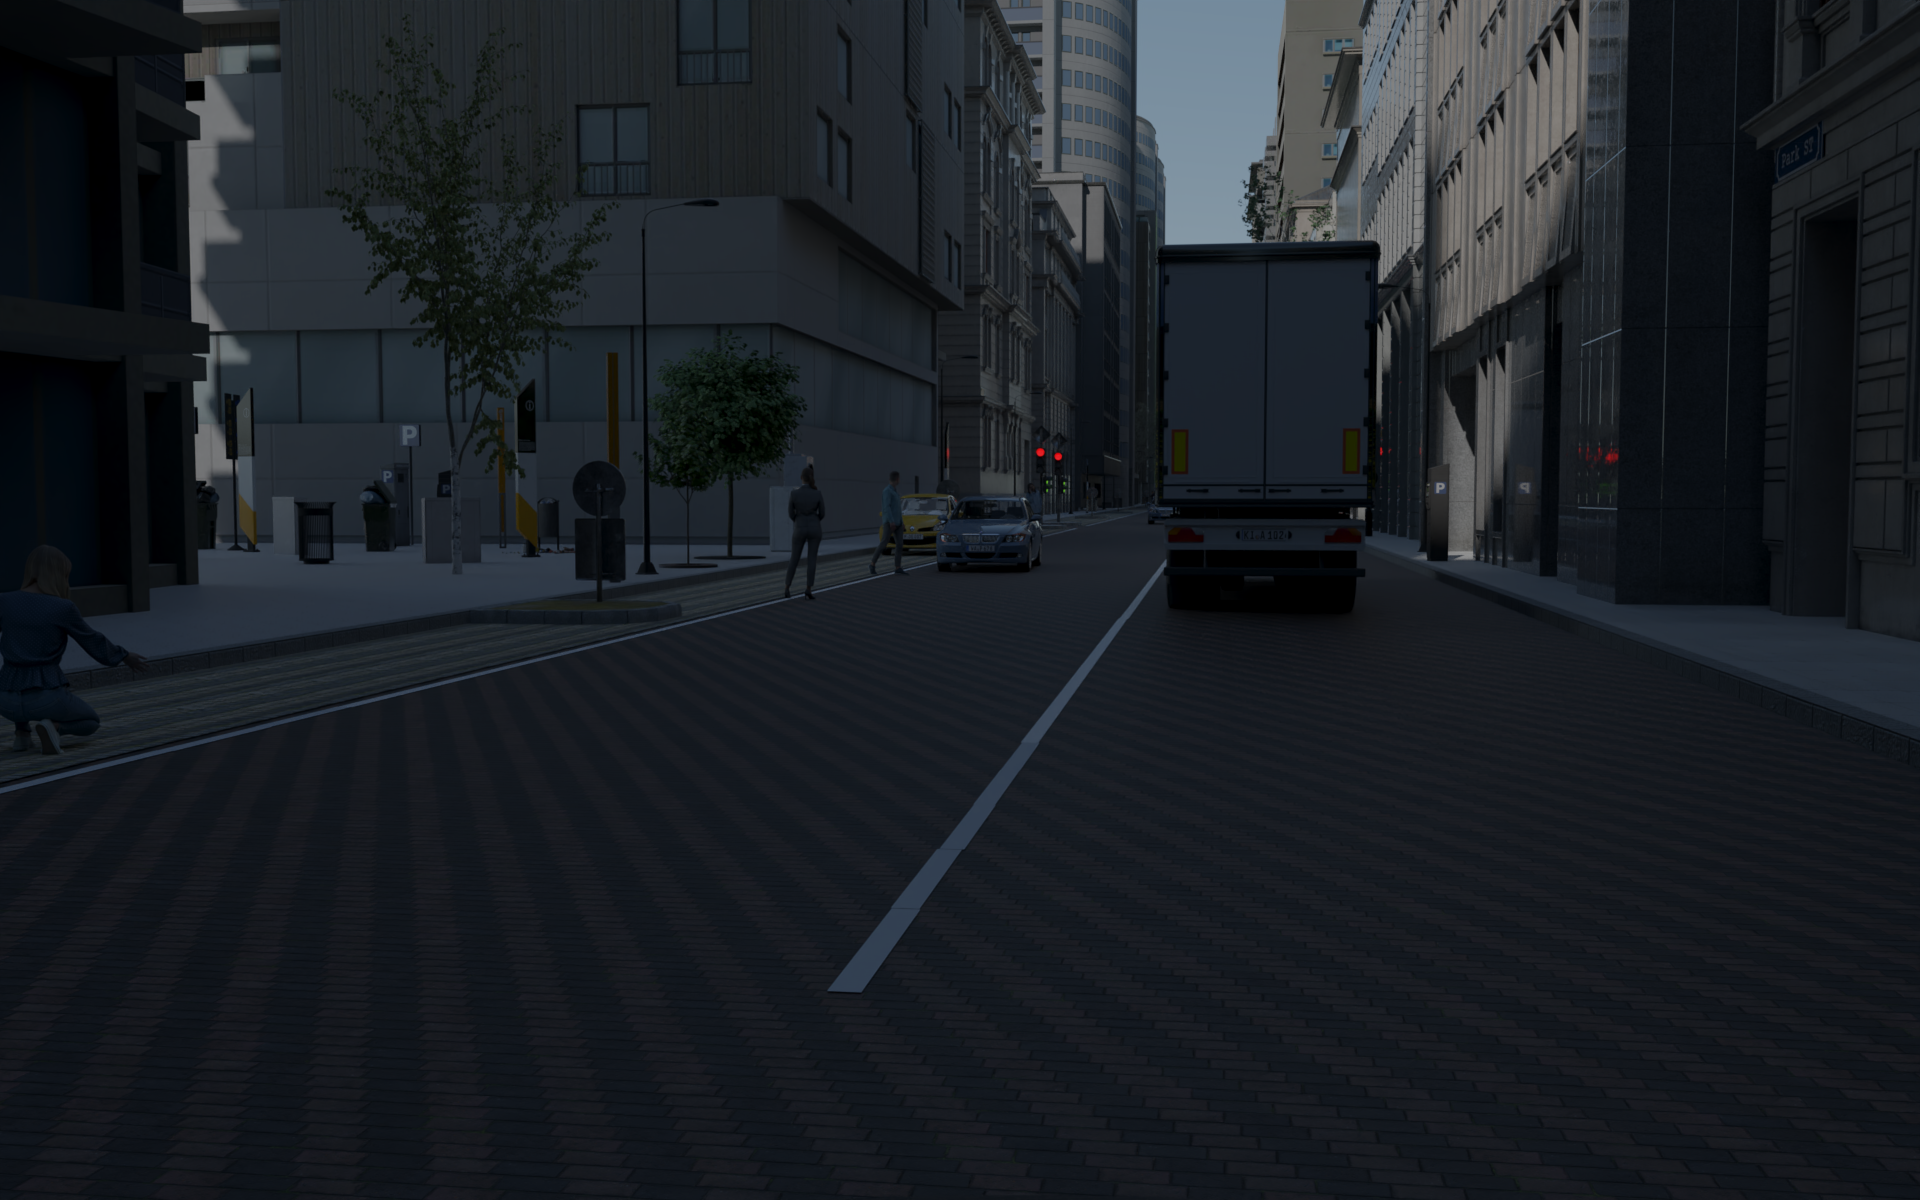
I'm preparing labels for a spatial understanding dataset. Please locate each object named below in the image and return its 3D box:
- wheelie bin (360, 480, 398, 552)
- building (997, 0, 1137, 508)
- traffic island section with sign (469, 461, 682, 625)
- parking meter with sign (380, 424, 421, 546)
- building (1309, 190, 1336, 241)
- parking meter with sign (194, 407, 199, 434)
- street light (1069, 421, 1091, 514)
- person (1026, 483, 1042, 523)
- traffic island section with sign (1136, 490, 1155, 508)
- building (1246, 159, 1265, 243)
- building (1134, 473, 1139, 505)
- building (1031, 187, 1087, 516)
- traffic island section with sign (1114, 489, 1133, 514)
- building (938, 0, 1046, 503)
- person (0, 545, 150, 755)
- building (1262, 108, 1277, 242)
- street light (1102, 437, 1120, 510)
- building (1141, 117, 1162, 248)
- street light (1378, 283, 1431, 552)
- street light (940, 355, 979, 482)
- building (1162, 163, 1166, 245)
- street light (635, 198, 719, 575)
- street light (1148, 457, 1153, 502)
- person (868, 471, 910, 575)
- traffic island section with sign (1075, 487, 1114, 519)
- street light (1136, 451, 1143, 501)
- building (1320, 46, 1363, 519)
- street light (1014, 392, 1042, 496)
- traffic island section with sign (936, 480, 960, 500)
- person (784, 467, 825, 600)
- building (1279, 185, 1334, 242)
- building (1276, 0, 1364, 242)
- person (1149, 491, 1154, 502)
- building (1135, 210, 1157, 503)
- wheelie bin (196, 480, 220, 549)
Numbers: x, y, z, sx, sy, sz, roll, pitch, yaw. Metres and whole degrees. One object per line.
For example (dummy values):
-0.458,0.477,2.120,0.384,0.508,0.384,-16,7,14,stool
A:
-12.999,-1.884,38.716,0.693,1.594,0.980,0,4,-3,wheelie bin
5.872,-38.273,167.762,21.231,58.520,28.212,1,4,8,building
-4.293,-0.686,19.848,1.989,1.847,2.006,1,4,8,traffic island section with sign
-13.944,-2.837,42.646,0.543,3.016,1.738,1,4,12,parking meter with sign
27.794,-16.054,117.240,10.420,20.320,16.860,1,4,8,building
-15.733,-2.302,33.895,0.543,3.016,1.738,1,4,19,parking meter with sign
7.615,-8.421,110.222,1.470,5.913,1.316,1,4,8,street light
2.389,-2.879,55.835,0.793,1.790,0.793,2,4,23,person
19.102,-10.331,177.536,1.989,1.847,2.006,1,4,8,traffic island section with sign
58.583,-41.305,264.574,28.713,52.752,27.495,1,4,8,building
11.649,-47.321,211.950,20.563,71.187,20.611,1,4,8,building
0.870,-16.706,114.948,13.314,21.916,24.055,1,4,8,building
11.725,-7.281,127.673,1.989,1.847,2.006,1,4,8,traffic island section with sign
-3.496,-18.553,90.723,14.401,28.519,23.554,1,4,8,building
-5.195,0.264,9.682,1.012,1.151,0.738,0,4,-4,person
47.880,-36.063,209.232,23.786,49.044,30.456,1,4,8,building
12.342,-10.340,141.593,1.470,5.913,1.316,1,4,8,street light
19.090,-44.215,264.912,21.231,58.520,28.212,1,4,8,building
9.766,-4.018,38.240,1.470,5.913,1.316,1,4,8,street light
-0.076,-5.235,58.139,1.470,5.913,1.316,1,4,8,street light
23.613,-45.915,292.710,21.231,58.520,28.212,1,4,8,building
-4.470,-3.357,27.431,1.470,5.913,1.316,1,4,8,street light
23.394,-14.923,216.537,1.470,5.913,1.316,1,4,8,street light
-1.242,-1.364,30.660,0.748,1.841,0.638,2,4,30,person
7.753,-5.650,101.011,1.989,1.847,2.006,1,4,8,traffic island section with sign
18.793,-13.047,185.859,1.470,5.913,1.316,1,4,8,street light
32.675,-15.194,81.712,30.059,22.955,16.112,1,4,8,building
3.035,-6.500,78.811,1.470,5.913,1.316,1,4,8,street light
-0.332,-2.317,46.512,1.989,1.847,2.006,1,4,8,traffic island section with sign
-2.120,-0.907,23.610,0.520,1.790,0.573,-1,4,-17,person
31.897,-20.838,137.969,12.463,27.353,25.104,1,4,8,building
40.760,-32.950,162.436,21.300,48.544,21.600,1,4,8,building
21.525,-11.341,194.375,0.568,1.767,0.683,1,4,17,person
20.310,-34.249,243.572,14.154,41.232,14.086,1,4,8,building
-17.653,-1.980,40.286,0.693,1.594,0.980,0,4,1,wheelie bin
